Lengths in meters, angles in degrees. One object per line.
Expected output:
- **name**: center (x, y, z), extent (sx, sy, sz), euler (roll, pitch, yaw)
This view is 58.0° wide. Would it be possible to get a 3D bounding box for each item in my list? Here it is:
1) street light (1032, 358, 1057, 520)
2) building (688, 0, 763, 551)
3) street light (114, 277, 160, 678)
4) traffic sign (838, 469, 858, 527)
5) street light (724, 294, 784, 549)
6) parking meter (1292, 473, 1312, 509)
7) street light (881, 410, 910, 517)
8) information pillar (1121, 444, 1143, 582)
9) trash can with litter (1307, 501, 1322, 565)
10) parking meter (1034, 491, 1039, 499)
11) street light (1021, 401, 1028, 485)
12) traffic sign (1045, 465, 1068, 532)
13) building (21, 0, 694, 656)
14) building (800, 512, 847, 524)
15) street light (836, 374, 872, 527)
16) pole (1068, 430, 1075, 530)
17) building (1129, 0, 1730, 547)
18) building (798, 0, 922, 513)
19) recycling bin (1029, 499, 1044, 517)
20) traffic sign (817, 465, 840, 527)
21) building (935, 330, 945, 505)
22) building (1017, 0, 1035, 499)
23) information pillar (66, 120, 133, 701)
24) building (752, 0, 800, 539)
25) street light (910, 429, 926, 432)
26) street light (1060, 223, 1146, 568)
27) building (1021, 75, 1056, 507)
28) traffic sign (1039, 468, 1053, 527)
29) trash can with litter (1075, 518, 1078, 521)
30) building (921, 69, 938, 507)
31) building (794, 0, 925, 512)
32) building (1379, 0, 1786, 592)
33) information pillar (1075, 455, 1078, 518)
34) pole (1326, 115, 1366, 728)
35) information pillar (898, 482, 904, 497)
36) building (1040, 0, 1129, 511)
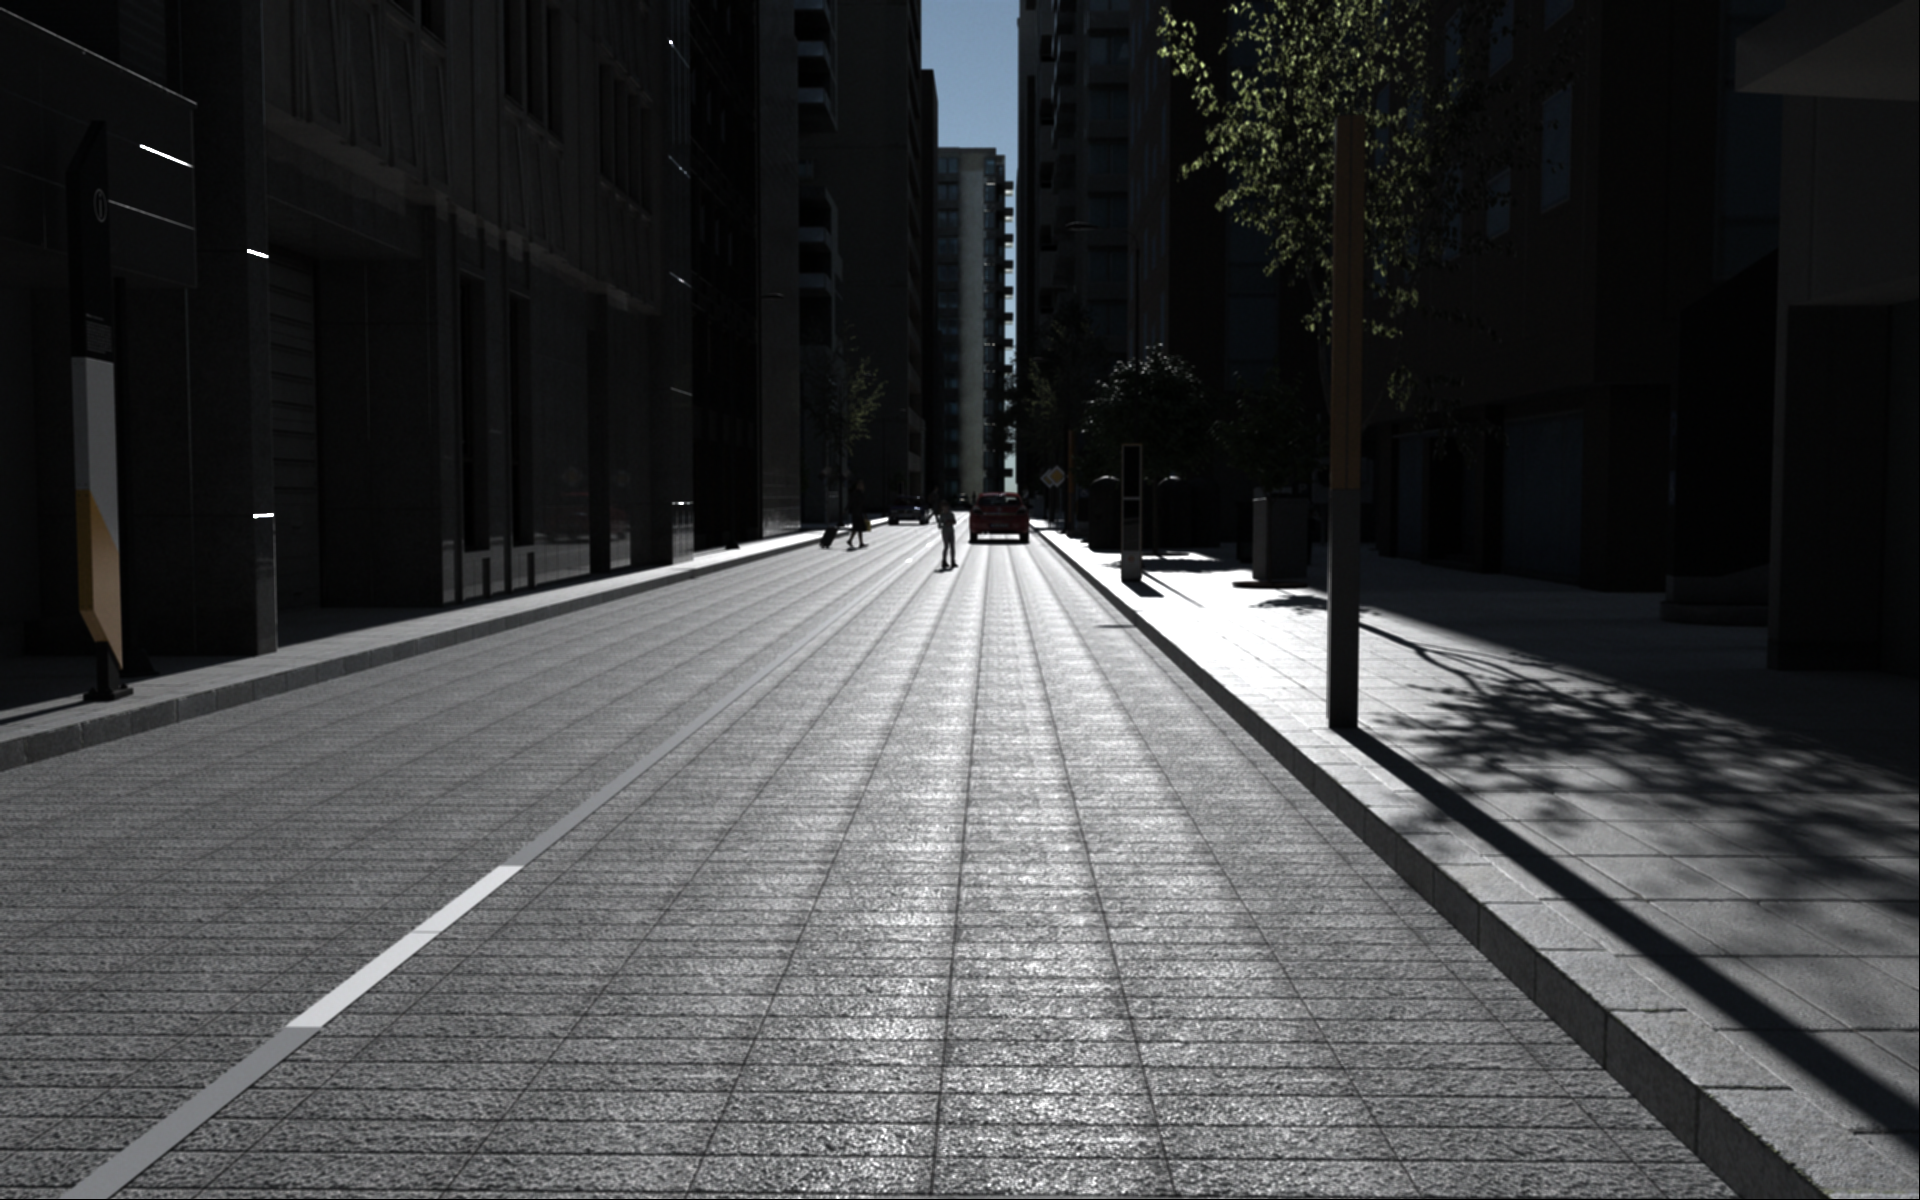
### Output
- **street light**: center (3.152, -5.303, 59.249), extent (1.470, 5.913, 1.316), euler (0, 4, 1)
- **building**: center (-11.929, -12.919, 40.902), extent (12.332, 23.373, 15.834), euler (0, 4, 1)
- **street light**: center (-5.319, -2.416, 12.045), extent (1.470, 5.913, 1.316), euler (0, 4, 1)
- **traffic sign**: center (-4.361, -3.903, 67.458), extent (0.795, 2.450, 0.064), euler (0, 4, 1)
- **street light**: center (-4.790, -4.148, 40.364), extent (1.470, 5.913, 1.316), euler (0, 4, 1)
- **parking meter**: center (7.013, -1.826, 35.567), extent (0.399, 1.863, 0.255), euler (1, 4, 10)
- **street light**: center (-3.658, -7.524, 95.564), extent (1.470, 5.913, 1.316), euler (0, 4, 1)
- **information pillar**: center (2.518, -1.277, 25.369), extent (0.304, 2.012, 0.304), euler (1, 4, 8)
- **trash can with litter**: center (5.899, -1.203, 31.064), extent (1.055, 1.170, 0.624), euler (-1, 4, -22)
- **parking meter**: center (5.917, -7.655, 133.568), extent (0.372, 1.533, 0.369), euler (0, 3, 0)
- **street light**: center (3.704, -6.946, 86.104), extent (1.470, 5.913, 1.316), euler (0, 4, 1)
- **traffic sign**: center (3.319, -3.404, 59.296), extent (0.795, 2.450, 0.064), euler (0, 4, 1)
- **building**: center (-11.363, -12.536, 22.994), extent (12.078, 24.808, 19.932), euler (0, 4, 1)
- **building**: center (-16.626, -47.443, 88.361), extent (22.319, 86.520, 31.000), euler (0, 4, 1)
- **street light**: center (-4.108, -5.799, 67.355), extent (1.470, 5.913, 1.316), euler (0, 4, 1)
- **pole**: center (3.539, -3.741, 55.007), extent (0.158, 3.312, 0.155), euler (0, 3, 0)
- **building**: center (12.476, -24.520, 51.015), extent (14.600, 45.320, 14.200), euler (0, 4, 1)
- **building**: center (-13.849, -30.581, 123.708), extent (21.300, 48.544, 21.600), euler (0, 4, 1)
- **recycling bin**: center (4.239, -5.069, 95.430), extent (0.722, 1.027, 0.722), euler (-1, 4, -17)
- **traffic sign**: center (-4.523, -3.415, 59.474), extent (0.795, 2.450, 0.064), euler (0, 4, 1)
- **building**: center (-16.607, -22.055, 205.634), extent (28.899, 21.520, 27.650), euler (0, 4, 1)
- **building**: center (17.285, -40.444, 203.255), extent (21.231, 58.520, 28.212), euler (0, 4, 1)
- **information pillar**: center (-5.354, -1.185, 10.722), extent (0.183, 3.616, 0.504), euler (0, 4, -7)
- **building**: center (-13.981, -12.171, 53.748), extent (16.860, 20.320, 10.420), euler (0, 4, 1)
- **street light**: center (-3.089, -9.220, 123.293), extent (1.470, 5.913, 1.316), euler (0, 4, 1)
- **street light**: center (2.499, -3.502, 29.804), extent (1.470, 5.913, 1.316), euler (0, 4, 1)
- **building**: center (13.816, -32.551, 182.323), extent (14.600, 45.320, 14.200), euler (0, 4, 1)
- **traffic sign**: center (3.481, -3.892, 67.279), extent (0.795, 2.450, 0.064), euler (0, 4, 1)
- **trash can with litter**: center (6.105, -4.406, 83.089), extent (1.678, 1.210, 2.233), euler (-2, 4, -31)
- **building**: center (-9.414, -32.418, 180.142), extent (14.600, 45.320, 14.200), euler (0, 4, 1)
- **building**: center (-14.126, -51.605, 156.417), extent (22.319, 86.520, 31.000), euler (0, 4, 1)
- **building**: center (15.103, -23.098, 27.759), extent (14.600, 45.320, 14.200), euler (0, 4, 1)
- **information pillar**: center (6.381, -6.145, 91.827), extent (0.504, 3.616, 0.183), euler (0, 4, -7)
- **pole**: center (2.110, -0.956, 9.472), extent (0.158, 3.312, 0.155), euler (0, 3, 0)
- **information pillar**: center (-3.529, -6.063, 103.621), extent (0.304, 2.012, 0.304), euler (1, 4, 16)
- **building**: center (18.044, -30.986, 126.236), extent (23.786, 49.044, 30.456), euler (0, 4, 1)
